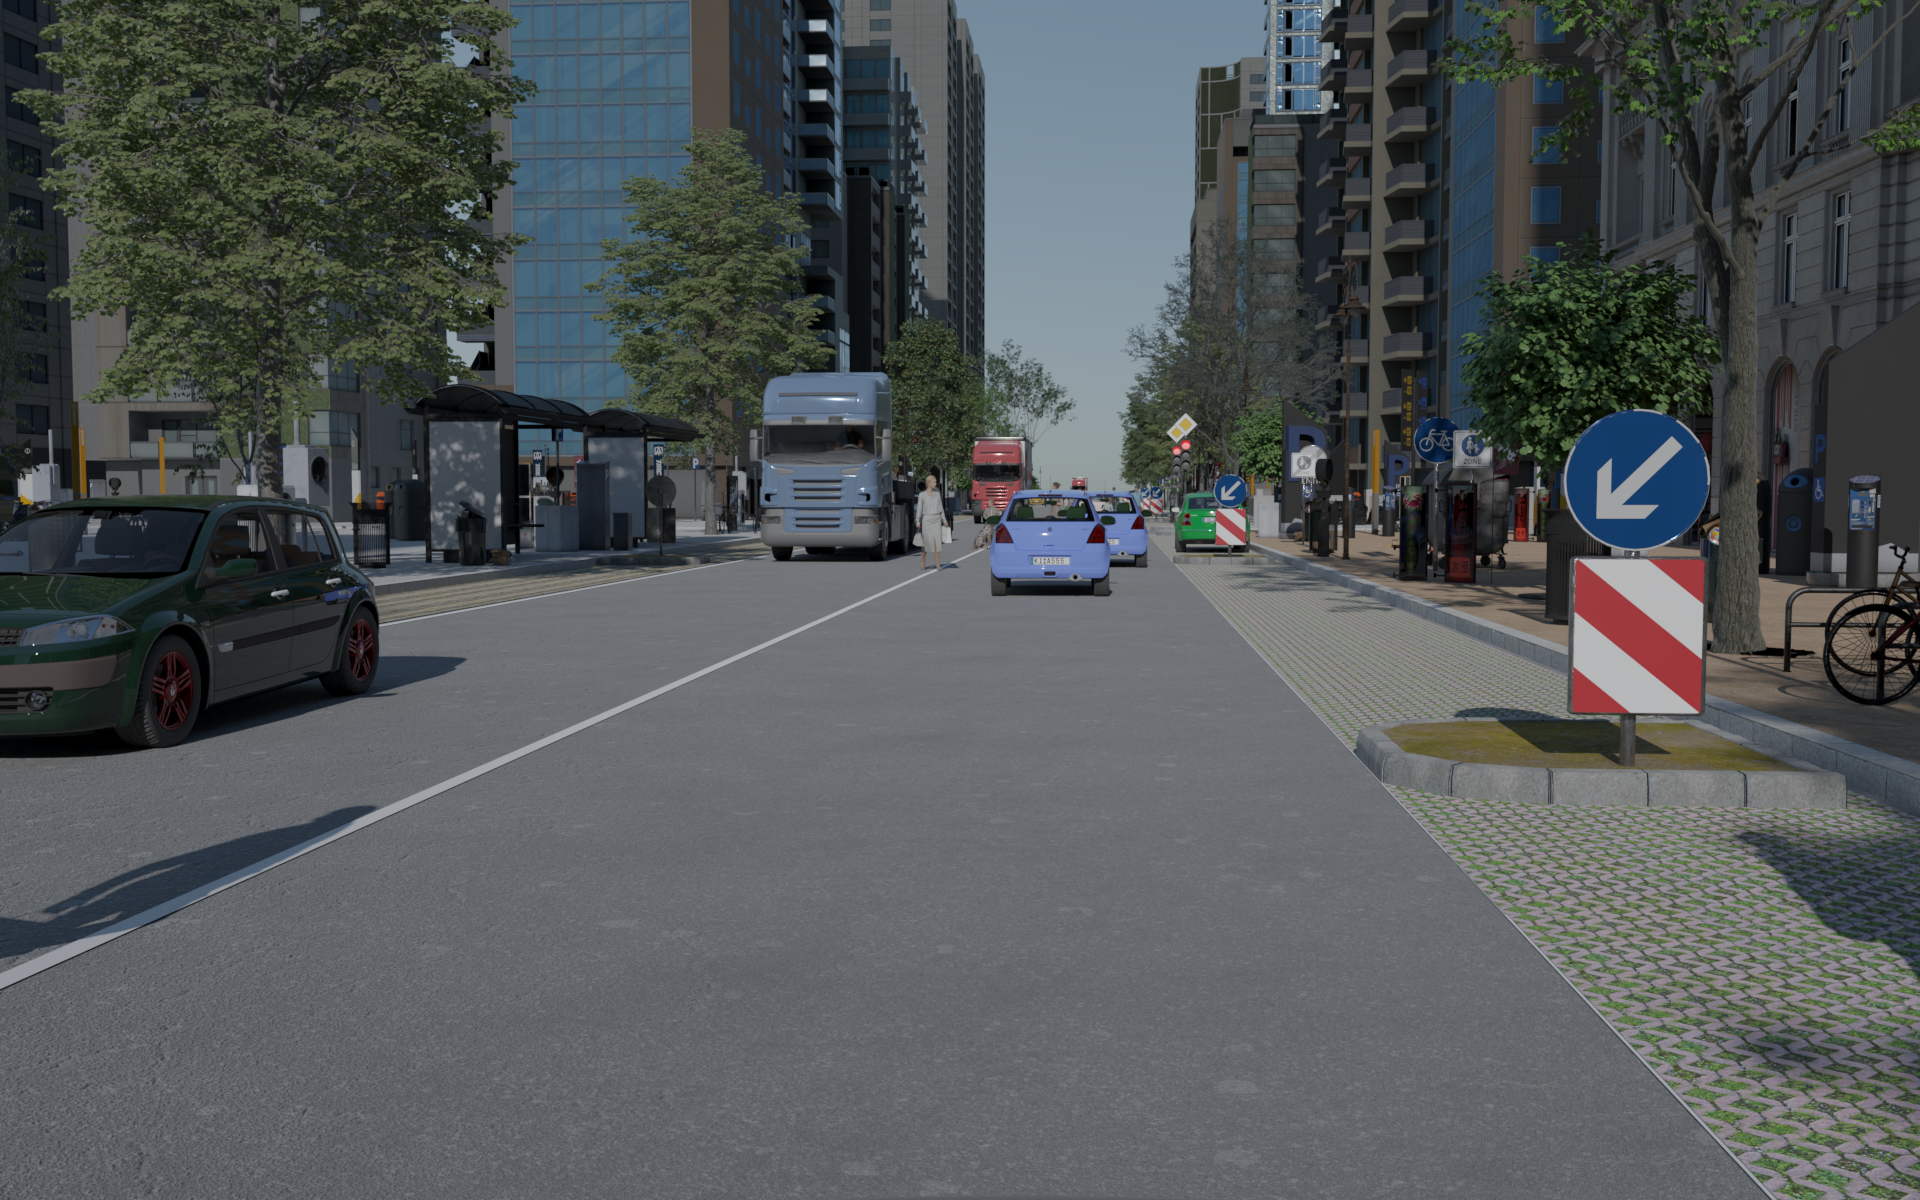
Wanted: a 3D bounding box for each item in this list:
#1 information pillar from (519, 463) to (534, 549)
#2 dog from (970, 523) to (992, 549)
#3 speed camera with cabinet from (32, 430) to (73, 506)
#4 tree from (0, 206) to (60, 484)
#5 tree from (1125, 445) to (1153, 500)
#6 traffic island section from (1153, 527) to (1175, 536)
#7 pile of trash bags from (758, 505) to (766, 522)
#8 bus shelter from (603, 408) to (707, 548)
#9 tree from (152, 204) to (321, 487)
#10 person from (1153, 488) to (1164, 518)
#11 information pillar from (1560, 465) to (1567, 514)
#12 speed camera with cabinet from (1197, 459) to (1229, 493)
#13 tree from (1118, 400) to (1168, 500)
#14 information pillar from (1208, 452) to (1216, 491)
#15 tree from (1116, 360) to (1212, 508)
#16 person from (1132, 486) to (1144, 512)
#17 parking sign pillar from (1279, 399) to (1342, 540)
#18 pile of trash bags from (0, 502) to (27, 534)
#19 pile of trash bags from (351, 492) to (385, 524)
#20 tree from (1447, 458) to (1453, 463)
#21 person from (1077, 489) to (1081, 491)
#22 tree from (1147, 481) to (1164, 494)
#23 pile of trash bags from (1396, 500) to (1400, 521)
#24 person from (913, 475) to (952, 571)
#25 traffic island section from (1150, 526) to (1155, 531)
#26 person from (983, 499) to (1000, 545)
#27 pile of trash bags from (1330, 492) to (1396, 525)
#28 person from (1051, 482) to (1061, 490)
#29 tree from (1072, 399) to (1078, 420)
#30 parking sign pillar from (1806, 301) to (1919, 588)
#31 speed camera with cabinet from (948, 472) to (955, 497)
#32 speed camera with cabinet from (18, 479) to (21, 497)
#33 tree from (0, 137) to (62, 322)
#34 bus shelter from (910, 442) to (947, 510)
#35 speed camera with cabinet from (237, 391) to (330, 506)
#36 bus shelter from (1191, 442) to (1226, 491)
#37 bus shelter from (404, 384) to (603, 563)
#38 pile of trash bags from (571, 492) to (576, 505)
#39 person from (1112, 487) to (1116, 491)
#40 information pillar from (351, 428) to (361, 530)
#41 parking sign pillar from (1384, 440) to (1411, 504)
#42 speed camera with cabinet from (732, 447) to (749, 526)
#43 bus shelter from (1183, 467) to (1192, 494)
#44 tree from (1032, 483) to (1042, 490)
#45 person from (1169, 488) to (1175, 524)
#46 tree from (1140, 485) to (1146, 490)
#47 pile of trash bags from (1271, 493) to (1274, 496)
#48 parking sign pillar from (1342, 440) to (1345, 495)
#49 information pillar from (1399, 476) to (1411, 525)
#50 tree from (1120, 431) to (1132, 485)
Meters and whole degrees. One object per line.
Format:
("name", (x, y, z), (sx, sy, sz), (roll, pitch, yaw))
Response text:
("information pillar", (-10.192, -2.213, 40.680), (0.304, 2.012, 0.304), (0, 4, -1))
("dog", (0.506, -1.730, 45.128), (0.800, 0.831, 0.513), (1, 4, 19))
("speed camera with cabinet", (-28.182, -3.651, 54.035), (0.660, 3.252, 2.038), (0, 4, -3))
("tree", (-23.615, -5.573, 41.483), (4.360, 8.622, 3.978), (0, 3, 0))
("tree", (31.040, -21.795, 290.759), (7.601, 10.594, 8.767), (3, 5, 41))
("traffic island section", (7.849, -2.325, 60.295), (2.009, 0.180, 2.903), (0, 4, 5))
("pile of trash bags", (-8.096, -4.223, 78.799), (1.912, 1.369, 3.447), (-1, 4, -19))
("bus shelter", (-8.003, -3.043, 43.685), (2.014, 3.302, 5.546), (0, 4, 5))
("tree", (-17.587, -5.631, 42.430), (4.360, 8.622, 3.978), (0, 3, 0))
("person", (11.092, -5.380, 96.639), (0.728, 1.800, 0.709), (-1, 4, -18))
("information pillar", (24.469, -4.796, 69.774), (0.504, 3.616, 0.183), (2, 4, 30))
("speed camera with cabinet", (13.205, -5.787, 88.950), (2.038, 3.252, 0.660), (-1, 4, -19))
("tree", (23.859, -17.835, 208.607), (9.611, 12.733, 9.660), (0, 3, 0))
("information pillar", (13.799, -6.343, 95.061), (0.504, 3.616, 0.183), (-1, 4, -22))
("tree", (19.029, -15.311, 156.989), (9.857, 13.997, 8.962), (0, 3, 0))
("person", (8.659, -4.647, 84.499), (0.660, 1.820, 0.620), (0, 4, 3))
("parking sign pillar", (9.839, -3.719, 49.285), (1.447, 3.967, 1.447), (0, 4, -6))
("pile of trash bags", (-26.234, -2.308, 47.484), (1.912, 1.369, 3.447), (3, 5, 43))
("pile of trash bags", (-24.823, -3.921, 73.865), (1.912, 1.369, 3.447), (-2, 4, -25))
("tree", (21.009, -4.842, 73.773), (1.663, 3.219, 1.824), (0, 3, 0))
("person", (9.293, -7.743, 135.075), (0.580, 1.828, 0.573), (3, 5, 42))
("tree", (22.039, -11.983, 190.521), (1.663, 3.219, 1.824), (0, 3, 0))
("pile of trash bags", (20.227, -4.446, 82.437), (3.447, 1.369, 1.912), (0, 4, 6))
("person", (-0.526, -1.451, 32.582), (0.694, 1.780, 0.624), (-1, 4, -9))
("traffic island section", (8.533, -2.812, 68.251), (2.009, 0.180, 2.903), (0, 4, 5))
("person", (0.896, -2.199, 48.725), (0.475, 1.303, 0.640), (0, 4, -7))
("pile of trash bags", (15.956, -3.797, 71.840), (3.447, 1.369, 1.912), (-2, 4, -24))
("person", (2.703, -2.528, 50.172), (0.374, 1.781, 0.599), (-3, 4, -36))
("tree", (10.316, -23.400, 238.471), (12.611, 20.169, 13.585), (0, 3, 0))
("parking sign pillar", (12.683, -2.186, 24.206), (1.447, 3.967, 1.447), (0, 4, 3))
("speed camera with cabinet", (-1.381, -8.577, 134.572), (2.038, 3.252, 0.660), (-2, 4, -28))
("speed camera with cabinet", (-43.258, -5.325, 81.402), (0.660, 3.252, 2.038), (1, 4, 16))
("tree", (-18.561, -4.939, 31.116), (4.737, 8.622, 4.395), (0, 3, 0))
("bus shelter", (-2.135, -8.827, 121.952), (2.179, 5.291, 8.768), (0, 4, 5))
("speed camera with cabinet", (-12.525, -2.310, 32.107), (0.660, 3.252, 2.038), (1, 4, 14))
("bus shelter", (16.232, -8.357, 114.268), (2.179, 5.291, 8.768), (0, 4, 5))
("bus shelter", (-8.998, -2.489, 34.614), (2.014, 3.302, 5.546), (0, 4, 5))
("pile of trash bags", (-19.594, -4.394, 81.587), (3.447, 1.369, 1.912), (-1, 4, -19))
("person", (9.100, -5.795, 103.028), (0.659, 1.850, 0.755), (2, 4, 33))
("information pillar", (-21.333, -4.270, 61.174), (0.504, 3.616, 0.183), (3, 5, 44))
("parking sign pillar", (21.692, -5.955, 85.841), (1.447, 3.967, 1.447), (-1, 4, -10))
("speed camera with cabinet", (-8.894, -4.596, 69.484), (0.660, 3.252, 2.038), (0, 4, 3))
("bus shelter", (16.351, -8.000, 122.082), (1.731, 3.624, 6.357), (0, 4, 5))
("tree", (13.357, -18.398, 295.415), (1.663, 3.219, 1.824), (0, 3, 0))
("person", (10.303, -4.583, 83.617), (0.473, 1.802, 0.592), (1, 4, 10))
("tree", (29.021, -16.953, 271.774), (1.663, 3.219, 1.824), (0, 3, 0))
("pile of trash bags", (17.378, -5.046, 92.250), (3.447, 1.369, 1.912), (-3, 5, -40))
("parking sign pillar", (18.406, -5.929, 85.410), (1.447, 3.967, 1.447), (-3, 5, -41))
("information pillar", (18.231, -4.066, 70.977), (0.304, 2.012, 0.304), (-2, 4, -30))
("tree", (27.266, -20.875, 259.424), (7.486, 12.596, 7.792), (0, 3, 0))
